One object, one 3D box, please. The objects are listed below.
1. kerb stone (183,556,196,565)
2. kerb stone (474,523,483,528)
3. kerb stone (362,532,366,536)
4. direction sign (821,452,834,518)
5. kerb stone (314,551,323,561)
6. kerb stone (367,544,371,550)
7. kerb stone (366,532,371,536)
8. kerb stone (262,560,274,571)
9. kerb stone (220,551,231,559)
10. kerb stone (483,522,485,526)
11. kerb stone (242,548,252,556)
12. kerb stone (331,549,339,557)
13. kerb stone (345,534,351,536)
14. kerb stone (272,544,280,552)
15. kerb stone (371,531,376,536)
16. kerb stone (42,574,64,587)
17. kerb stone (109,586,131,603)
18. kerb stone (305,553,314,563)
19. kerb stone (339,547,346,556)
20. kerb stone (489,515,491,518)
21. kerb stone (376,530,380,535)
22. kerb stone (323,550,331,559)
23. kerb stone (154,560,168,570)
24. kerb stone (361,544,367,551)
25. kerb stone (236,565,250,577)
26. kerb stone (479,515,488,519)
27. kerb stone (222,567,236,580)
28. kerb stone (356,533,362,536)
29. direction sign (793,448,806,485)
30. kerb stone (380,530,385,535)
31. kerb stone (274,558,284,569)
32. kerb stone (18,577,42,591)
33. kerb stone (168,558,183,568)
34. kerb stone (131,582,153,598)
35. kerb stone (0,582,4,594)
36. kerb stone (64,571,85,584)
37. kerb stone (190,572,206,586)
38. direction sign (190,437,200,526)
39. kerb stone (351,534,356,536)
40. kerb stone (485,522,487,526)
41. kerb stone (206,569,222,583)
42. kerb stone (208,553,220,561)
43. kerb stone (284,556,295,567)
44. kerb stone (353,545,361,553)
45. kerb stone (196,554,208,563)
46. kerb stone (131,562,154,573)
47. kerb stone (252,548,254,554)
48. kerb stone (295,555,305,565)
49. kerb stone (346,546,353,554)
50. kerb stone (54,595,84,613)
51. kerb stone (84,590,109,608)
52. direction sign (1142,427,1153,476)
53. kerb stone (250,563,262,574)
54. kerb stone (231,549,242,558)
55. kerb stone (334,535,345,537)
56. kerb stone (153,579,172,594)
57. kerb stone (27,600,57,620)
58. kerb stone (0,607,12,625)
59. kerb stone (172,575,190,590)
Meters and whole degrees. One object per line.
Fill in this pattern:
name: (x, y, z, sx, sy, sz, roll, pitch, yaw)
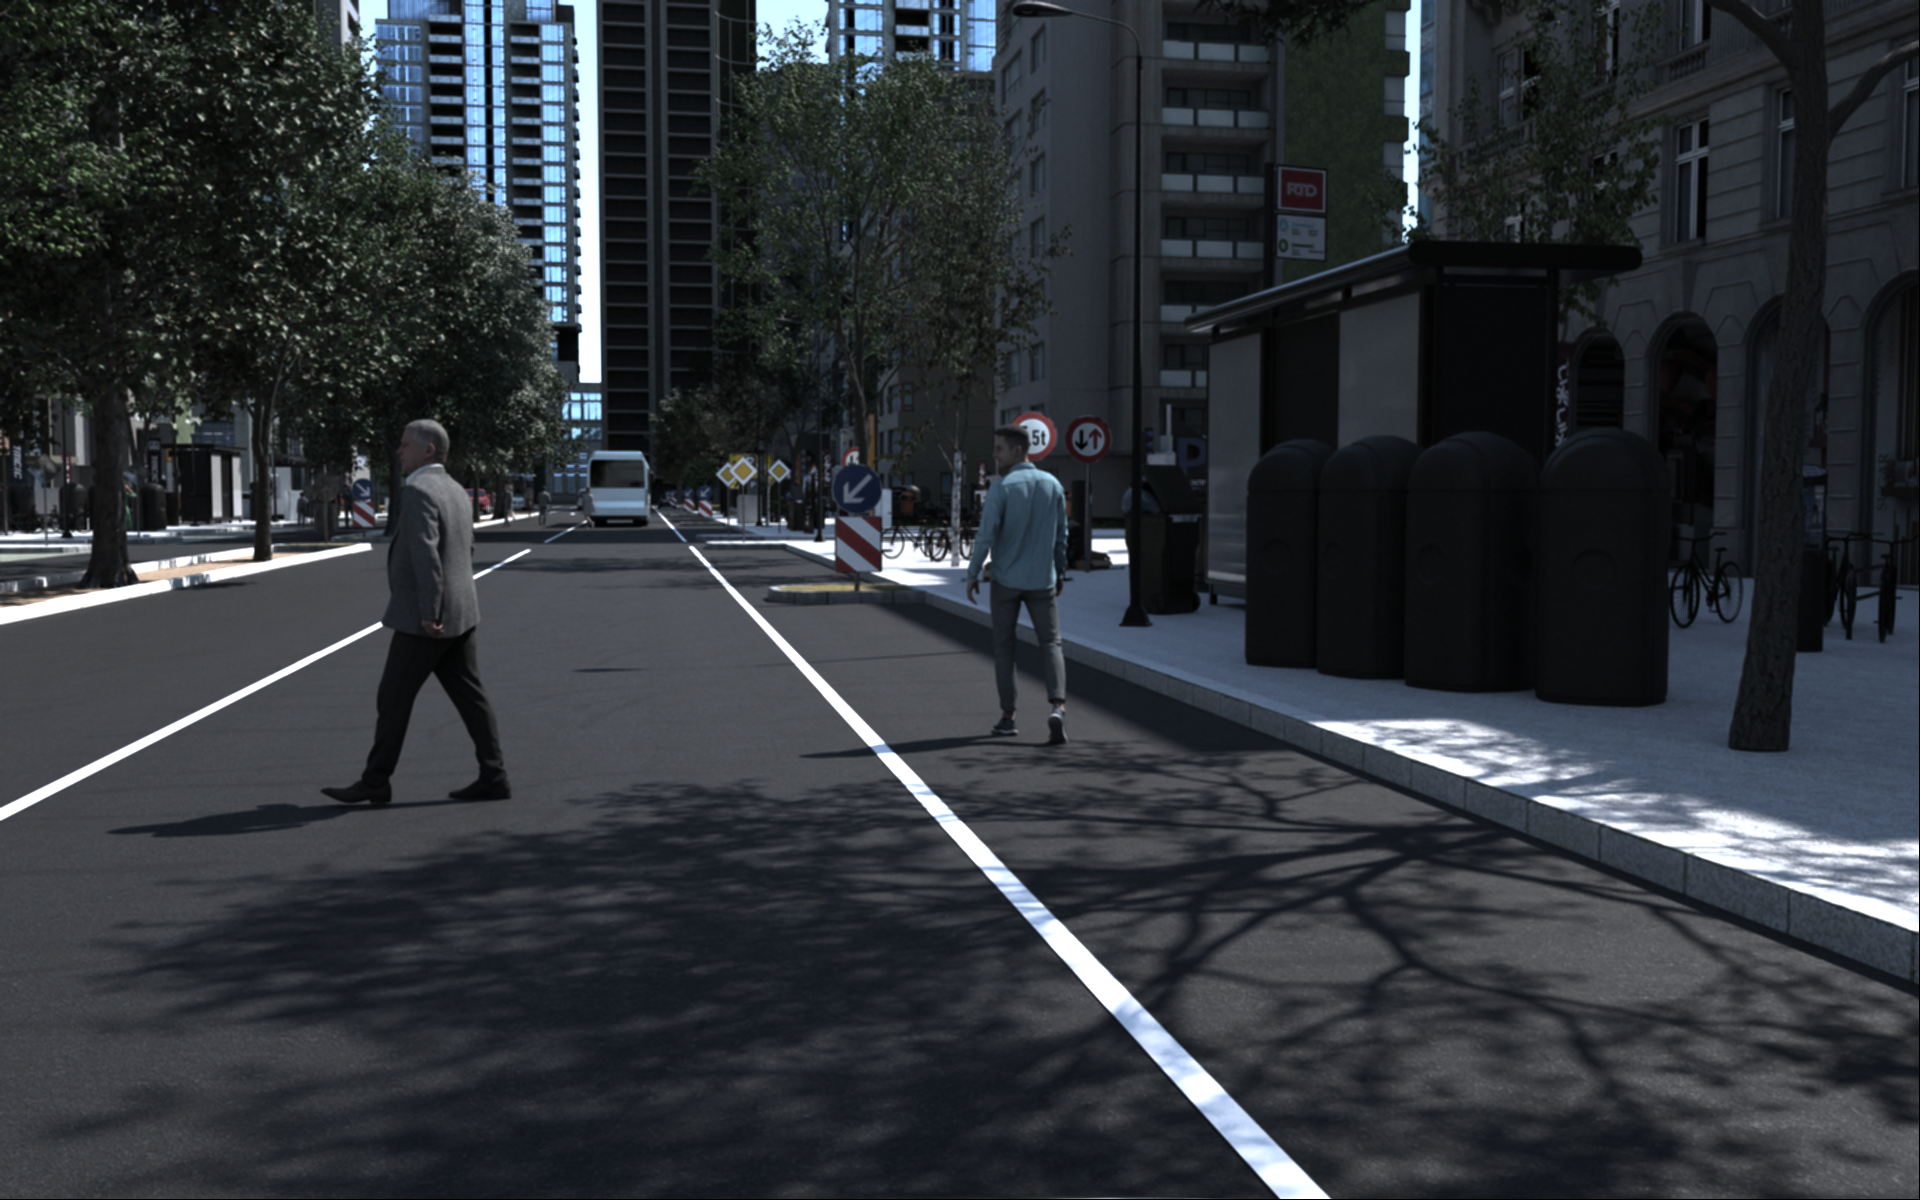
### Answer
kerb stone: (-15.629, -0.776, 34.878, 0.120, 0.150, 1.000, -1, 4, -10)
kerb stone: (-20.911, -3.228, 75.175, 0.120, 0.150, 1.000, -1, 4, -10)
kerb stone: (-19.637, -2.105, 56.620, 0.120, 0.150, 1.000, -1, 4, -10)
direction sign: (-7.282, -6.250, 94.189, 0.876, 3.537, 0.379, -1, 4, -21)
kerb stone: (-13.945, -0.923, 37.330, 0.120, 0.150, 1.000, -1, 4, -10)
kerb stone: (-15.241, -1.356, 44.373, 0.120, 0.150, 1.000, -1, 4, -10)
kerb stone: (-19.823, -2.164, 57.634, 0.120, 0.150, 1.000, -1, 4, -10)
kerb stone: (-13.019, -0.607, 32.304, 0.120, 0.150, 1.000, -1, 4, -10)
kerb stone: (-16.188, -0.956, 37.903, 0.120, 0.150, 1.000, -1, 4, -10)
kerb stone: (-21.103, -3.295, 76.180, 0.120, 0.150, 1.000, -1, 4, -10)
kerb stone: (-16.559, -1.085, 39.928, 0.120, 0.150, 1.000, -1, 4, -10)
kerb stone: (-14.322, -1.049, 39.343, 0.120, 0.150, 1.000, -1, 4, -10)
kerb stone: (-19.074, -1.921, 53.599, 0.120, 0.150, 1.000, -1, 4, -10)
kerb stone: (-17.299, -1.332, 43.975, 0.120, 0.150, 1.000, -1, 4, -10)
kerb stone: (-20.006, -2.229, 58.639, 0.120, 0.150, 1.000, -1, 4, -10)
kerb stone: (-14.146, -0.283, 26.819, 0.120, 0.150, 1.000, -1, 4, -10)
kerb stone: (-11.348, -0.059, 23.209, 0.120, 0.150, 1.000, -1, 4, -10)
kerb stone: (-13.760, -0.864, 36.325, 0.120, 0.150, 1.000, -1, 4, -10)
kerb stone: (-14.505, -1.108, 40.349, 0.120, 0.150, 1.000, -1, 4, -10)
kerb stone: (-28.169, -4.940, 102.988, 0.120, 0.150, 1.000, -1, 4, -10)
kerb stone: (-20.192, -2.290, 59.645, 0.120, 0.150, 1.000, -1, 4, -10)
kerb stone: (-14.126, -0.987, 38.336, 0.120, 0.150, 1.000, -1, 4, -10)
kerb stone: (-15.266, -0.648, 32.859, 0.120, 0.150, 1.000, -1, 4, -10)
kerb stone: (-15.056, -1.294, 43.365, 0.120, 0.150, 1.000, -1, 4, -10)
kerb stone: (-12.645, -0.495, 30.285, 0.120, 0.150, 1.000, -1, 4, -10)
kerb stone: (-27.797, -4.815, 100.978, 0.120, 0.150, 1.000, -1, 4, -10)
kerb stone: (-12.464, -0.433, 29.279, 0.120, 0.150, 1.000, -1, 4, -10)
kerb stone: (-19.442, -2.044, 55.616, 0.120, 0.150, 1.000, -1, 4, -10)
direction sign: (-7.931, -5.708, 85.318, 0.379, 3.537, 0.876, 3, 5, 41)
kerb stone: (-20.370, -2.351, 60.658, 0.120, 0.150, 1.000, -1, 4, -10)
kerb stone: (-13.209, -0.678, 33.308, 0.120, 0.150, 1.000, -1, 4, -10)
kerb stone: (-13.961, -0.221, 25.812, 0.120, 0.150, 1.000, -1, 4, -10)
kerb stone: (-15.437, -0.714, 33.867, 0.120, 0.150, 1.000, -1, 4, -10)
kerb stone: (-11.533, -0.124, 24.225, 0.120, 0.150, 1.000, -1, 4, -10)
kerb stone: (-13.775, -0.157, 24.807, 0.120, 0.150, 1.000, -1, 4, -10)
kerb stone: (-14.330, -0.340, 27.824, 0.120, 0.150, 1.000, -1, 4, -10)
kerb stone: (-12.093, -0.305, 27.247, 0.120, 0.150, 1.000, -1, 4, -10)
direction sign: (-30.424, -4.694, 68.748, 0.379, 3.537, 0.876, -1, 4, -21)
kerb stone: (-19.261, -1.974, 54.605, 0.120, 0.150, 1.000, -1, 4, -10)
kerb stone: (-21.289, -3.363, 77.185, 0.120, 0.150, 1.000, -1, 4, -10)
kerb stone: (-12.273, -0.371, 28.255, 0.120, 0.150, 1.000, -1, 4, -10)
kerb stone: (-16.004, -0.899, 36.894, 0.120, 0.150, 1.000, -1, 4, -10)
kerb stone: (-13.396, -0.741, 34.312, 0.120, 0.150, 1.000, -1, 4, -10)
kerb stone: (-14.869, -1.233, 42.361, 0.120, 0.150, 1.000, -1, 4, -10)
kerb stone: (-15.816, -0.837, 35.889, 0.120, 0.150, 1.000, -1, 4, -10)
kerb stone: (-15.073, -0.586, 31.846, 0.120, 0.150, 1.000, -1, 4, -10)
kerb stone: (-16.752, -1.142, 40.940, 0.120, 0.150, 1.000, -1, 4, -10)
kerb stone: (-13.578, -0.801, 35.319, 0.120, 0.150, 1.000, -1, 4, -10)
kerb stone: (-14.691, -1.169, 41.354, 0.120, 0.150, 1.000, -1, 4, -10)
kerb stone: (-10.978, 0.061, 21.194, 0.120, 0.150, 1.000, -1, 4, -10)
kerb stone: (-11.158, 0.002, 22.200, 0.120, 0.150, 1.000, -1, 4, -10)
direction sign: (6.212, -4.089, 58.854, 0.876, 3.537, 0.379, -2, 4, -34)
kerb stone: (-12.831, -0.555, 31.290, 0.120, 0.150, 1.000, -1, 4, -10)
kerb stone: (-16.375, -1.023, 38.921, 0.120, 0.150, 1.000, -1, 4, -10)
kerb stone: (-18.891, -1.859, 52.593, 0.120, 0.150, 1.000, -1, 4, -10)
kerb stone: (-11.710, -0.181, 25.233, 0.120, 0.150, 1.000, -1, 4, -10)
kerb stone: (-10.787, 0.134, 20.191, 0.120, 0.150, 1.000, -1, 4, -10)
kerb stone: (-10.602, 0.184, 19.185, 0.120, 0.150, 1.000, -1, 4, -10)
kerb stone: (-11.902, -0.248, 26.243, 0.120, 0.150, 1.000, -1, 4, -10)
